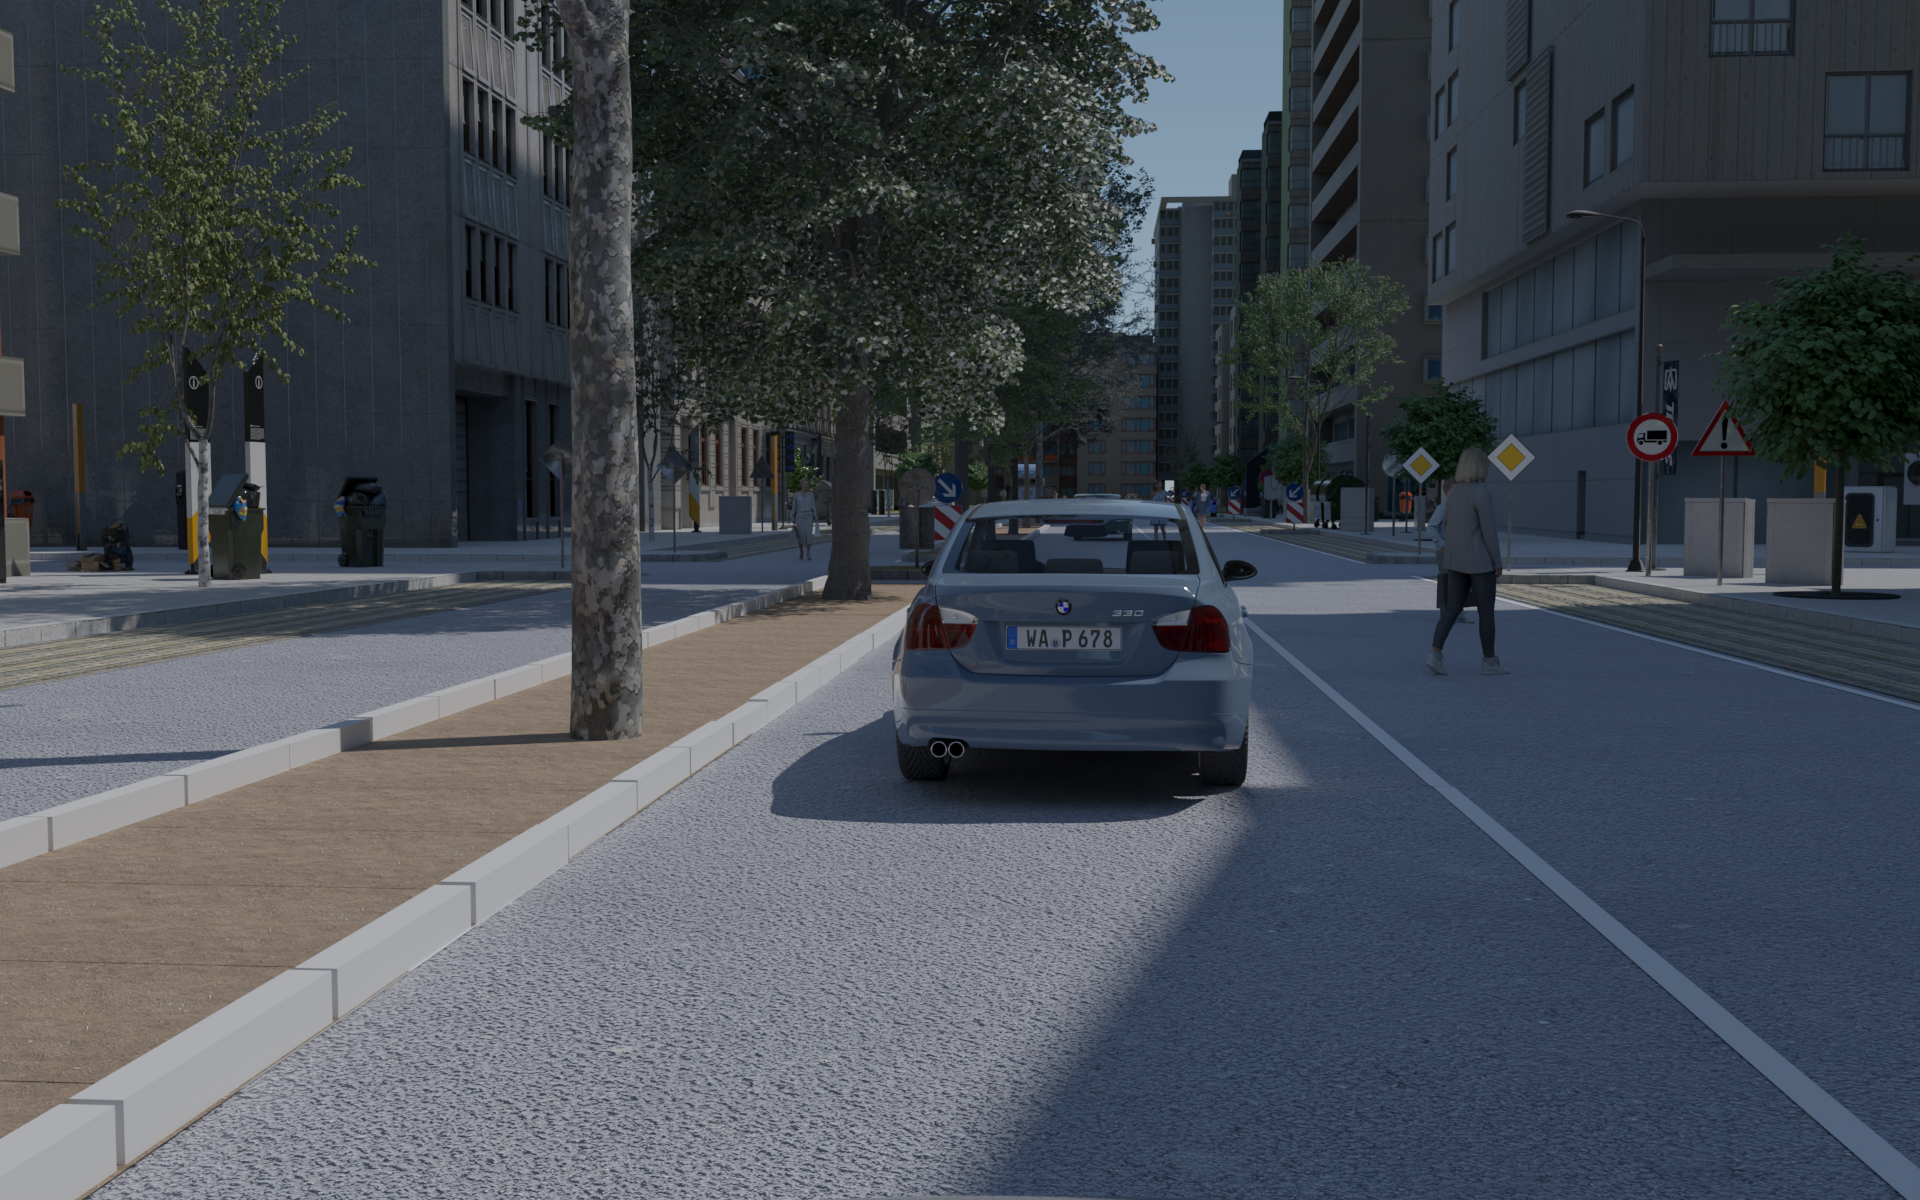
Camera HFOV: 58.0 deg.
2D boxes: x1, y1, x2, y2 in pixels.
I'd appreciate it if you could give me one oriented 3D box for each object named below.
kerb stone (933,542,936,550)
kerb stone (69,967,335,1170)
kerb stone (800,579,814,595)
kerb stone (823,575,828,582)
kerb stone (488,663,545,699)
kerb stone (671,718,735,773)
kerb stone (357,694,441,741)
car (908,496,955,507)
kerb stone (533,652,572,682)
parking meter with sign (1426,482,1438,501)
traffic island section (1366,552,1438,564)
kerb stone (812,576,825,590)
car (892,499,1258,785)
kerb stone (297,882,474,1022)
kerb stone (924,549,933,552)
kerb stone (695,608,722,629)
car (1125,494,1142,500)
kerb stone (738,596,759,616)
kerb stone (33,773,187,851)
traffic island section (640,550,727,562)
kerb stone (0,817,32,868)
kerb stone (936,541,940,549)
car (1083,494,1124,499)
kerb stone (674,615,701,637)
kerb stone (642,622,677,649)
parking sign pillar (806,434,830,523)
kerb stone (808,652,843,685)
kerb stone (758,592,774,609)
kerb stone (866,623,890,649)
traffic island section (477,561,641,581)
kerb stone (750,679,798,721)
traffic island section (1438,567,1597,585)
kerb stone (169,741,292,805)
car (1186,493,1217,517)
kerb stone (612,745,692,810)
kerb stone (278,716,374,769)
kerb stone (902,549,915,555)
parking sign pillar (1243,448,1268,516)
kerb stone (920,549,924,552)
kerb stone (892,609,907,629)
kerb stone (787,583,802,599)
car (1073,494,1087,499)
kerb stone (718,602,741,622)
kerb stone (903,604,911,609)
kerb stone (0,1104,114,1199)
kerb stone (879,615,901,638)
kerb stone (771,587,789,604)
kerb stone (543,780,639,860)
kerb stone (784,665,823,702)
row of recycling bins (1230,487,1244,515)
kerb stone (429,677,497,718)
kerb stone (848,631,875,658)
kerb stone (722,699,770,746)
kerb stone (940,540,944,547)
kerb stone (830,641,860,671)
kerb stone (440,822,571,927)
[{"bbox_3d":[-0.765,-1.318,43.771,0.120,0.150,1.000,0,4,5],"label":"kerb stone"},{"bbox_3d":[-1.790,1.102,4.171,0.120,0.150,1.000,0,4,5],"label":"kerb stone"},{"bbox_3d":[-2.267,-0.157,24.765,0.120,0.150,1.000,0,4,5],"label":"kerb stone"},{"bbox_3d":[-2.109,-0.279,26.808,0.120,0.150,1.000,0,4,5],"label":"kerb stone"},{"bbox_3d":[-3.238,0.594,12.509,0.120,0.150,1.000,0,4,5],"label":"kerb stone"},{"bbox_3d":[-1.385,0.789,9.293,0.120,0.150,1.000,0,4,5],"label":"kerb stone"},{"bbox_3d":[-3.400,0.717,10.472,0.120,0.150,1.000,0,4,5],"label":"kerb stone"},{"bbox_3d":[-0.934,-3.360,67.292,2.083,1.381,4.827,0,4,5],"label":"car"},{"bbox_3d":[-3.161,0.530,13.529,0.120,0.150,1.000,0,4,5],"label":"kerb stone"},{"bbox_3d":[22.301,-5.214,81.517,1.738,3.016,0.543,1,4,18],"label":"parking meter with sign"},{"bbox_3d":[9.760,-0.883,36.723,2.009,0.180,2.903,0,4,5],"label":"traffic island section"},{"bbox_3d":[-2.189,-0.220,25.787,0.120,0.150,1.000,0,4,5],"label":"kerb stone"},{"bbox_3d":[0.706,0.130,9.885,2.014,1.417,4.499,0,4,6],"label":"car"},{"bbox_3d":[-1.707,1.043,5.198,0.120,0.150,1.000,0,4,5],"label":"kerb stone"},{"bbox_3d":[-0.846,-1.257,42.750,0.120,0.150,1.000,0,4,5],"label":"kerb stone"},{"bbox_3d":[-2.751,0.218,18.626,0.120,0.150,1.000,0,4,5],"label":"kerb stone"},{"bbox_3d":[18.129,-10.520,182.223,2.015,1.641,3.980,0,4,5],"label":"car"},{"bbox_3d":[-2.586,0.093,20.681,0.120,0.150,1.000,0,4,5],"label":"kerb stone"},{"bbox_3d":[-3.639,0.908,7.411,0.120,0.150,1.000,0,4,5],"label":"kerb stone"},{"bbox_3d":[-6.281,-0.961,37.992,2.009,0.180,2.903,0,4,5],"label":"traffic island section"},{"bbox_3d":[-3.722,0.967,6.386,0.120,0.150,1.000,0,4,5],"label":"kerb stone"},{"bbox_3d":[-0.686,-1.382,44.793,0.120,0.150,1.000,0,4,5],"label":"kerb stone"},{"bbox_3d":[4.517,-2.624,54.701,2.131,1.459,4.920,0,4,5],"label":"car"},{"bbox_3d":[-2.832,0.288,17.608,0.120,0.150,1.000,0,4,5],"label":"kerb stone"},{"bbox_3d":[-2.914,0.346,16.589,0.120,0.150,1.000,0,4,5],"label":"kerb stone"},{"bbox_3d":[-6.551,-5.449,77.563,1.447,3.967,1.447,1,4,9],"label":"parking sign pillar"},{"bbox_3d":[-1.058,0.540,13.370,0.120,0.150,1.000,0,4,5],"label":"kerb stone"},{"bbox_3d":[-2.513,0.032,21.700,0.120,0.150,1.000,0,4,5],"label":"kerb stone"},{"bbox_3d":[-0.813,0.352,16.433,0.120,0.150,1.000,0,4,5],"label":"kerb stone"},{"bbox_3d":[-6.911,-0.474,30.032,2.009,0.180,2.903,0,4,5],"label":"traffic island section"},{"bbox_3d":[-1.222,0.665,11.331,0.120,0.150,1.000,0,4,5],"label":"kerb stone"},{"bbox_3d":[9.130,-0.396,28.763,2.009,0.180,2.903,0,4,5],"label":"traffic island section"},{"bbox_3d":[-3.555,0.844,8.432,0.120,0.150,1.000,0,4,5],"label":"kerb stone"},{"bbox_3d":[15.199,-6.067,108.787,1.945,1.707,3.694,0,4,4],"label":"car"},{"bbox_3d":[-1.467,0.851,8.275,0.120,0.150,1.000,0,4,5],"label":"kerb stone"},{"bbox_3d":[-3.483,0.788,9.452,0.120,0.150,1.000,0,4,5],"label":"kerb stone"},{"bbox_3d":[-1.169,-1.006,38.641,0.120,0.150,1.000,0,4,5],"label":"kerb stone"},{"bbox_3d":[17.164,-6.858,100.594,1.447,3.967,1.447,-1,4,-14],"label":"parking sign pillar"},{"bbox_3d":[-1.012,-1.132,40.696,0.120,0.150,1.000,0,4,5],"label":"kerb stone"},{"bbox_3d":[-0.660,0.227,18.478,0.120,0.150,1.000,0,4,5],"label":"kerb stone"},{"bbox_3d":[-2.347,-0.095,23.746,0.120,0.150,1.000,0,4,5],"label":"kerb stone"},{"bbox_3d":[6.239,-4.610,85.595,2.015,1.641,3.980,0,4,6],"label":"car"},{"bbox_3d":[-2.674,0.155,19.663,0.120,0.150,1.000,0,4,5],"label":"kerb stone"},{"bbox_3d":[-0.577,0.167,19.496,0.120,0.150,1.000,0,4,5],"label":"kerb stone"},{"bbox_3d":[-1.872,1.165,3.144,0.120,0.150,1.000,0,4,5],"label":"kerb stone"},{"bbox_3d":[-0.737,0.290,17.452,0.120,0.150,1.000,0,4,5],"label":"kerb stone"},{"bbox_3d":[-2.429,-0.032,22.719,0.120,0.150,1.000,0,4,5],"label":"kerb stone"},{"bbox_3d":[-1.545,0.920,7.250,0.120,0.150,1.000,0,4,5],"label":"kerb stone"},{"bbox_3d":[-1.137,0.603,12.349,0.120,0.150,1.000,0,4,5],"label":"kerb stone"},{"bbox_3d":[17.421,-6.171,108.003,1.069,1.692,3.534,0,4,0],"label":"row of recycling bins"},{"bbox_3d":[-3.324,0.655,11.491,0.120,0.150,1.000,0,4,5],"label":"kerb stone"},{"bbox_3d":[-0.903,0.415,15.412,0.120,0.150,1.000,0,4,5],"label":"kerb stone"},{"bbox_3d":[-1.300,0.740,10.312,0.120,0.150,1.000,0,4,5],"label":"kerb stone"},{"bbox_3d":[-0.604,-1.444,45.812,0.120,0.150,1.000,0,4,5],"label":"kerb stone"},{"bbox_3d":[-0.976,0.477,14.393,0.120,0.150,1.000,0,4,5],"label":"kerb stone"},{"bbox_3d":[-1.621,0.976,6.230,0.120,0.150,1.000,0,4,5],"label":"kerb stone"}]
